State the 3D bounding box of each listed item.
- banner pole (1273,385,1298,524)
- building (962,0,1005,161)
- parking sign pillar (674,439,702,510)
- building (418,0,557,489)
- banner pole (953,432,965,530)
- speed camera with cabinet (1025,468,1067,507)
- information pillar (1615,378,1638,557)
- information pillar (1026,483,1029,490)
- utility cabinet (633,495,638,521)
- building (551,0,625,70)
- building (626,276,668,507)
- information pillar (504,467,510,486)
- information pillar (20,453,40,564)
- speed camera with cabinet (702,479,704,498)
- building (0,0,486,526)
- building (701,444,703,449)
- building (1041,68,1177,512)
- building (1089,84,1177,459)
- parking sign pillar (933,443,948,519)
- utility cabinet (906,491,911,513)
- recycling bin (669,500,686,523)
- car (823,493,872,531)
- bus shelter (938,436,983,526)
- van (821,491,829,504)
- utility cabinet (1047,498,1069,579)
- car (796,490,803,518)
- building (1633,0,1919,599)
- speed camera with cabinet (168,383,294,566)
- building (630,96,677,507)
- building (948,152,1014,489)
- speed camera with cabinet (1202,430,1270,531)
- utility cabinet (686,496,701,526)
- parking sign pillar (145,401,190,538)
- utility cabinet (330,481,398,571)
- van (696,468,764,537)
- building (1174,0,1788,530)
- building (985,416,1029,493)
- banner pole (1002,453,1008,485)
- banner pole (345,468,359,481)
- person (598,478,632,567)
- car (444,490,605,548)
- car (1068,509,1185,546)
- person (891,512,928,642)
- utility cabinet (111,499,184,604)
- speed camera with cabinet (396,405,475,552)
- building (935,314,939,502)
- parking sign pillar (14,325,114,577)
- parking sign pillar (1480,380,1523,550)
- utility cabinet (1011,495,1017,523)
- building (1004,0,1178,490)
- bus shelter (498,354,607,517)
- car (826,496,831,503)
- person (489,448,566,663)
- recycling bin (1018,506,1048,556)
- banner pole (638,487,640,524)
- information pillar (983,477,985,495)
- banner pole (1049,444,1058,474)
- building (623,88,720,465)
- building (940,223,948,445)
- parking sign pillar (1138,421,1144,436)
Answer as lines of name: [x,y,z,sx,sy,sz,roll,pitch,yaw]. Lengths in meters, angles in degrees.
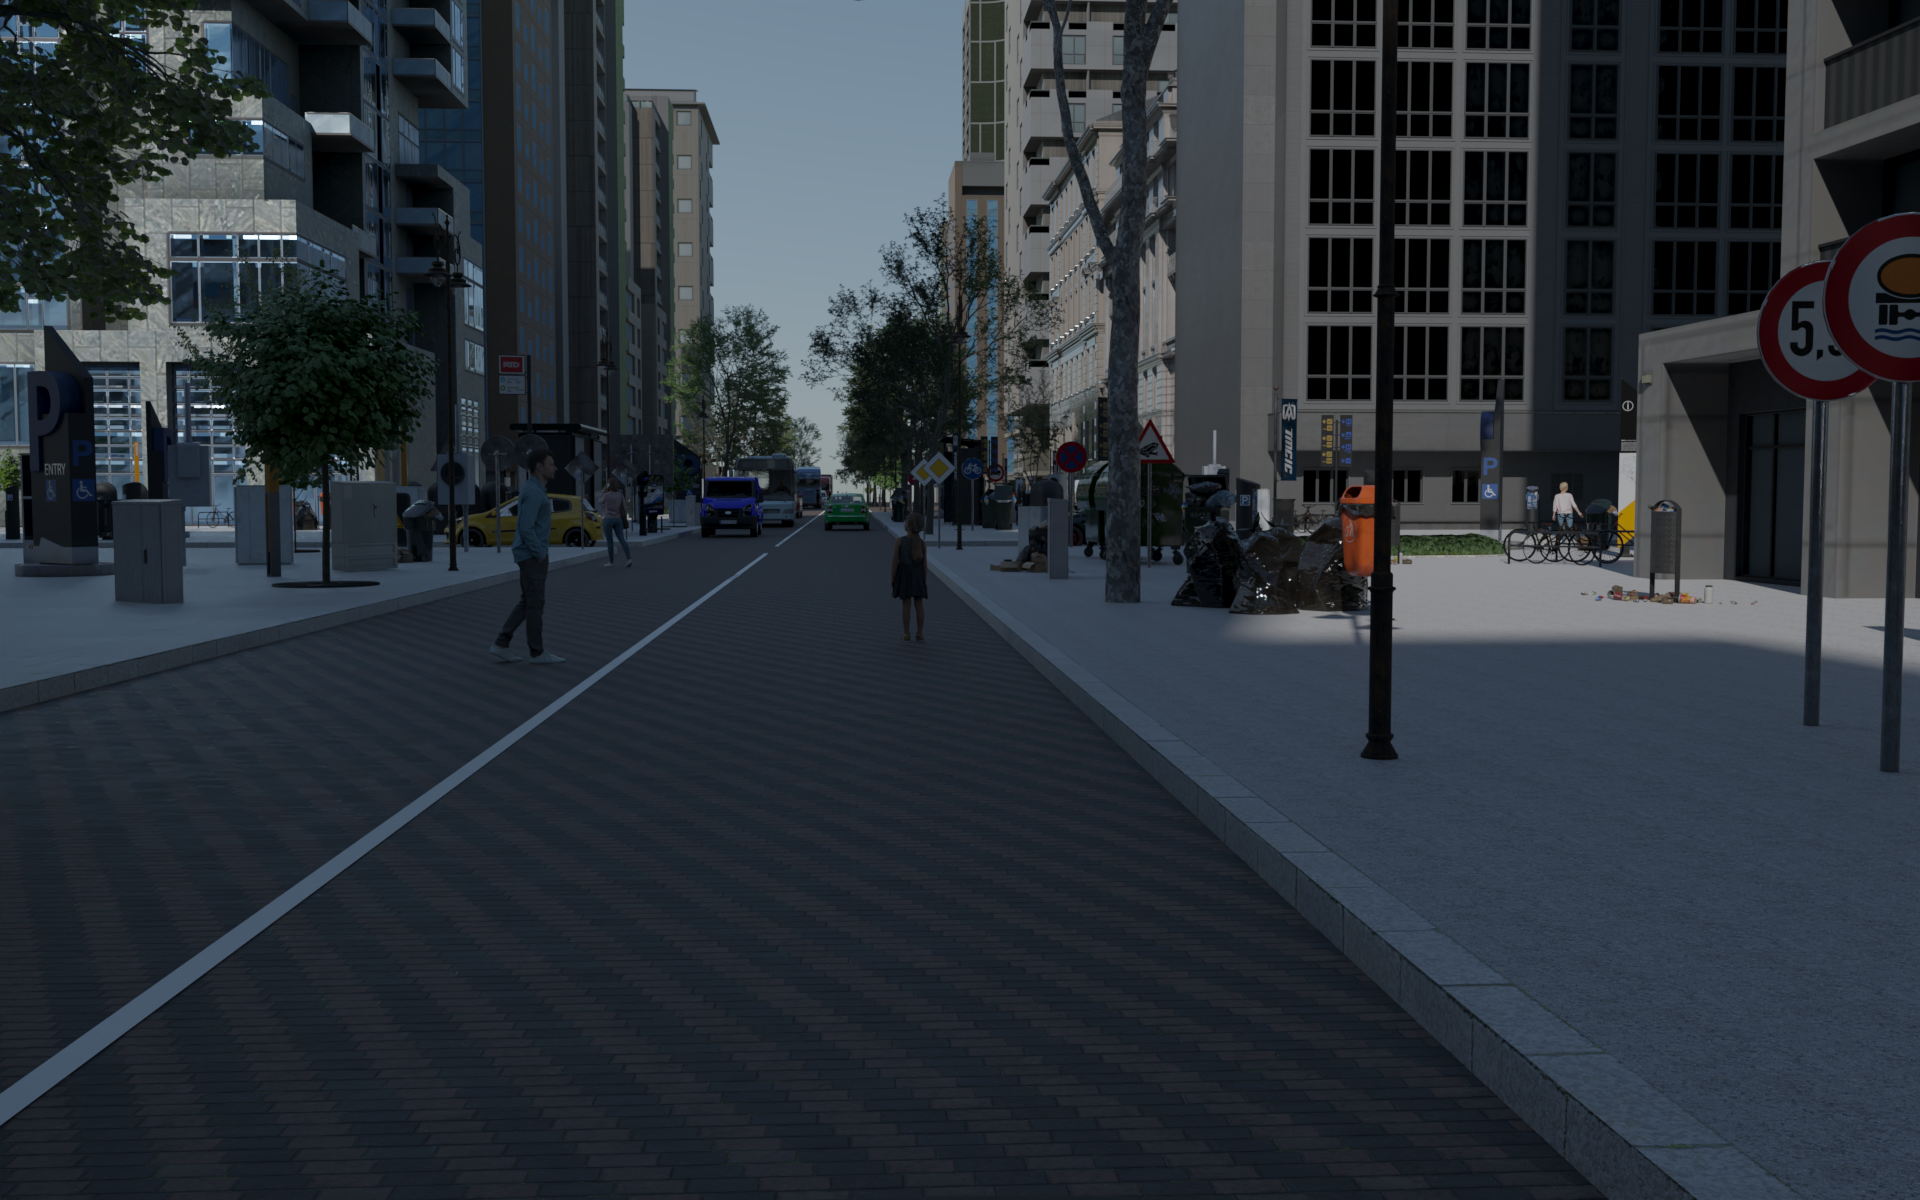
banner pole: [7.445,-3.051,39.896,0.863,3.779,0.401,-2,4,-29]
building: [8.945,-49.297,244.260,20.563,71.187,20.611,0,4,-4]
parking sign pillar: [-13.280,-5.880,84.603,1.447,3.967,1.447,-2,4,-26]
building: [-34.786,-28.327,113.254,14.600,45.320,14.200,0,4,-4]
banner pole: [-0.098,-4.389,61.778,0.401,3.779,0.863,-1,4,-22]
speed camera with cabinet: [3.697,-4.975,75.683,2.038,3.252,0.660,3,5,39]
information pillar: [13.571,-2.671,35.022,0.504,3.616,0.183,2,4,26]
information pillar: [4.501,-6.954,118.195,0.304,2.012,0.304,2,4,25]
utility cabinet: [-15.460,-4.365,82.525,0.306,1.237,1.020,-1,4,-18]
building: [-32.788,-27.246,129.069,14.154,41.232,14.086,0,4,-4]
building: [-41.013,-18.720,151.103,27.650,21.520,28.899,0,4,-4]
information pillar: [-22.511,-5.799,86.176,0.183,3.616,0.504,1,4,12]
information pillar: [-16.649,-1.631,31.157,0.304,2.012,0.304,0,4,3]
speed camera with cabinet: [-14.321,-6.422,99.332,2.038,3.252,0.660,0,4,-7]
building: [-35.496,-47.014,81.345,22.319,86.520,31.000,0,4,-4]
building: [-50.448,-34.465,255.386,32.217,40.220,23.993,0,4,-4]
building: [12.798,-19.267,112.283,12.463,27.353,25.104,0,4,-4]
building: [14.805,-15.058,87.993,13.314,21.916,24.055,0,4,-4]
parking sign pillar: [-0.812,-6.248,90.631,1.447,3.967,1.447,-1,4,-13]
utility cabinet: [-3.369,-6.095,108.330,0.318,1.500,1.173,1,4,13]
recycling bin: [-12.482,-3.926,76.744,0.722,1.027,0.722,-1,4,-22]
car: [-4.506,-3.704,69.356,1.959,1.807,4.718,0,4,-3]
bus shelter: [-0.015,-4.993,72.922,1.731,3.624,6.357,0,4,-4]
van: [-17.007,-12.469,210.882,2.013,2.044,4.112,0,4,-4]
utility cabinet: [1.509,-0.942,26.561,0.306,1.237,1.020,0,4,1]
car: [-10.549,-5.833,104.048,2.281,1.827,5.304,0,4,-2]
building: [21.231,-35.272,14.944,20.563,71.187,20.611,0,4,-4]
speed camera with cabinet: [-13.166,-2.262,31.314,2.038,3.252,0.660,-1,4,-20]
building: [-36.112,-29.901,172.480,14.154,41.232,14.086,0,4,-4]
building: [5.781,-35.311,227.437,14.600,45.320,14.200,0,4,-4]
speed camera with cabinet: [8.597,-3.651,54.023,2.038,3.252,0.660,0,4,0]
utility cabinet: [-10.755,-3.588,69.818,0.306,1.237,1.020,-2,4,-29]
parking sign pillar: [-23.447,-3.816,50.857,1.447,3.967,1.447,-1,4,-9]
utility cabinet: [-9.949,-1.241,28.964,0.318,1.500,1.173,2,4,27]
van: [-7.773,-3.347,59.104,2.240,2.365,5.245,0,4,-4]
building: [21.429,-16.719,66.857,24.014,27.812,14.314,0,4,-4]
building: [18.343,-29.725,177.886,32.217,40.220,23.993,0,4,-4]
banner pole: [2.748,-7.123,106.477,0.401,3.779,0.863,2,4,27]
banner pole: [-23.238,-4.654,66.114,0.401,3.779,0.863,2,4,28]
person: [-6.742,-1.526,34.042,0.593,1.750,0.643,-3,5,-40]
car: [-11.045,-2.066,44.007,3.980,1.641,2.015,0,4,-5]
car: [3.982,-2.119,44.429,4.222,1.686,2.009,0,4,-2]
person: [-0.493,-0.226,16.863,0.362,1.253,0.373,-1,4,-13]
utility cabinet: [-9.649,-0.575,20.561,1.020,1.237,0.306,2,4,34]
speed camera with cabinet: [-11.790,-2.680,38.160,2.038,3.252,0.660,0,4,0]
building: [2.822,-30.892,276.779,14.160,30.474,14.107,0,4,-4]
parking sign pillar: [-14.155,-2.376,27.316,1.447,3.967,1.447,3,4,38]
parking sign pillar: [12.384,-3.170,40.302,1.447,3.967,1.447,1,4,21]
utility cabinet: [2.597,-4.057,77.500,1.020,1.237,0.306,-2,4,-23]
building: [18.386,-34.380,151.359,28.713,52.752,27.495,0,4,-4]
bus shelter: [-12.362,-4.589,52.658,2.179,5.291,8.768,0,4,-4]
car: [-9.988,-8.100,142.216,2.009,1.686,4.222,0,4,-3]
person: [-3.687,-0.378,14.706,0.620,1.820,0.660,-1,4,-21]
recycling bin: [1.676,-1.402,35.471,0.722,1.027,0.722,-3,5,-41]
banner pole: [-13.452,-5.115,73.646,0.863,3.779,0.401,-3,4,-38]
information pillar: [0.937,-4.302,74.825,0.304,2.012,0.304,0,4,4]
banner pole: [4.701,-5.942,87.167,0.401,3.779,0.863,3,5,43]
building: [-46.875,-39.149,229.319,28.713,52.752,27.495,0,4,-4]
building: [3.917,-35.396,262.322,14.154,41.232,14.086,0,4,-4]
parking sign pillar: [6.552,-4.536,62.639,1.447,3.967,1.447,-2,4,-24]
